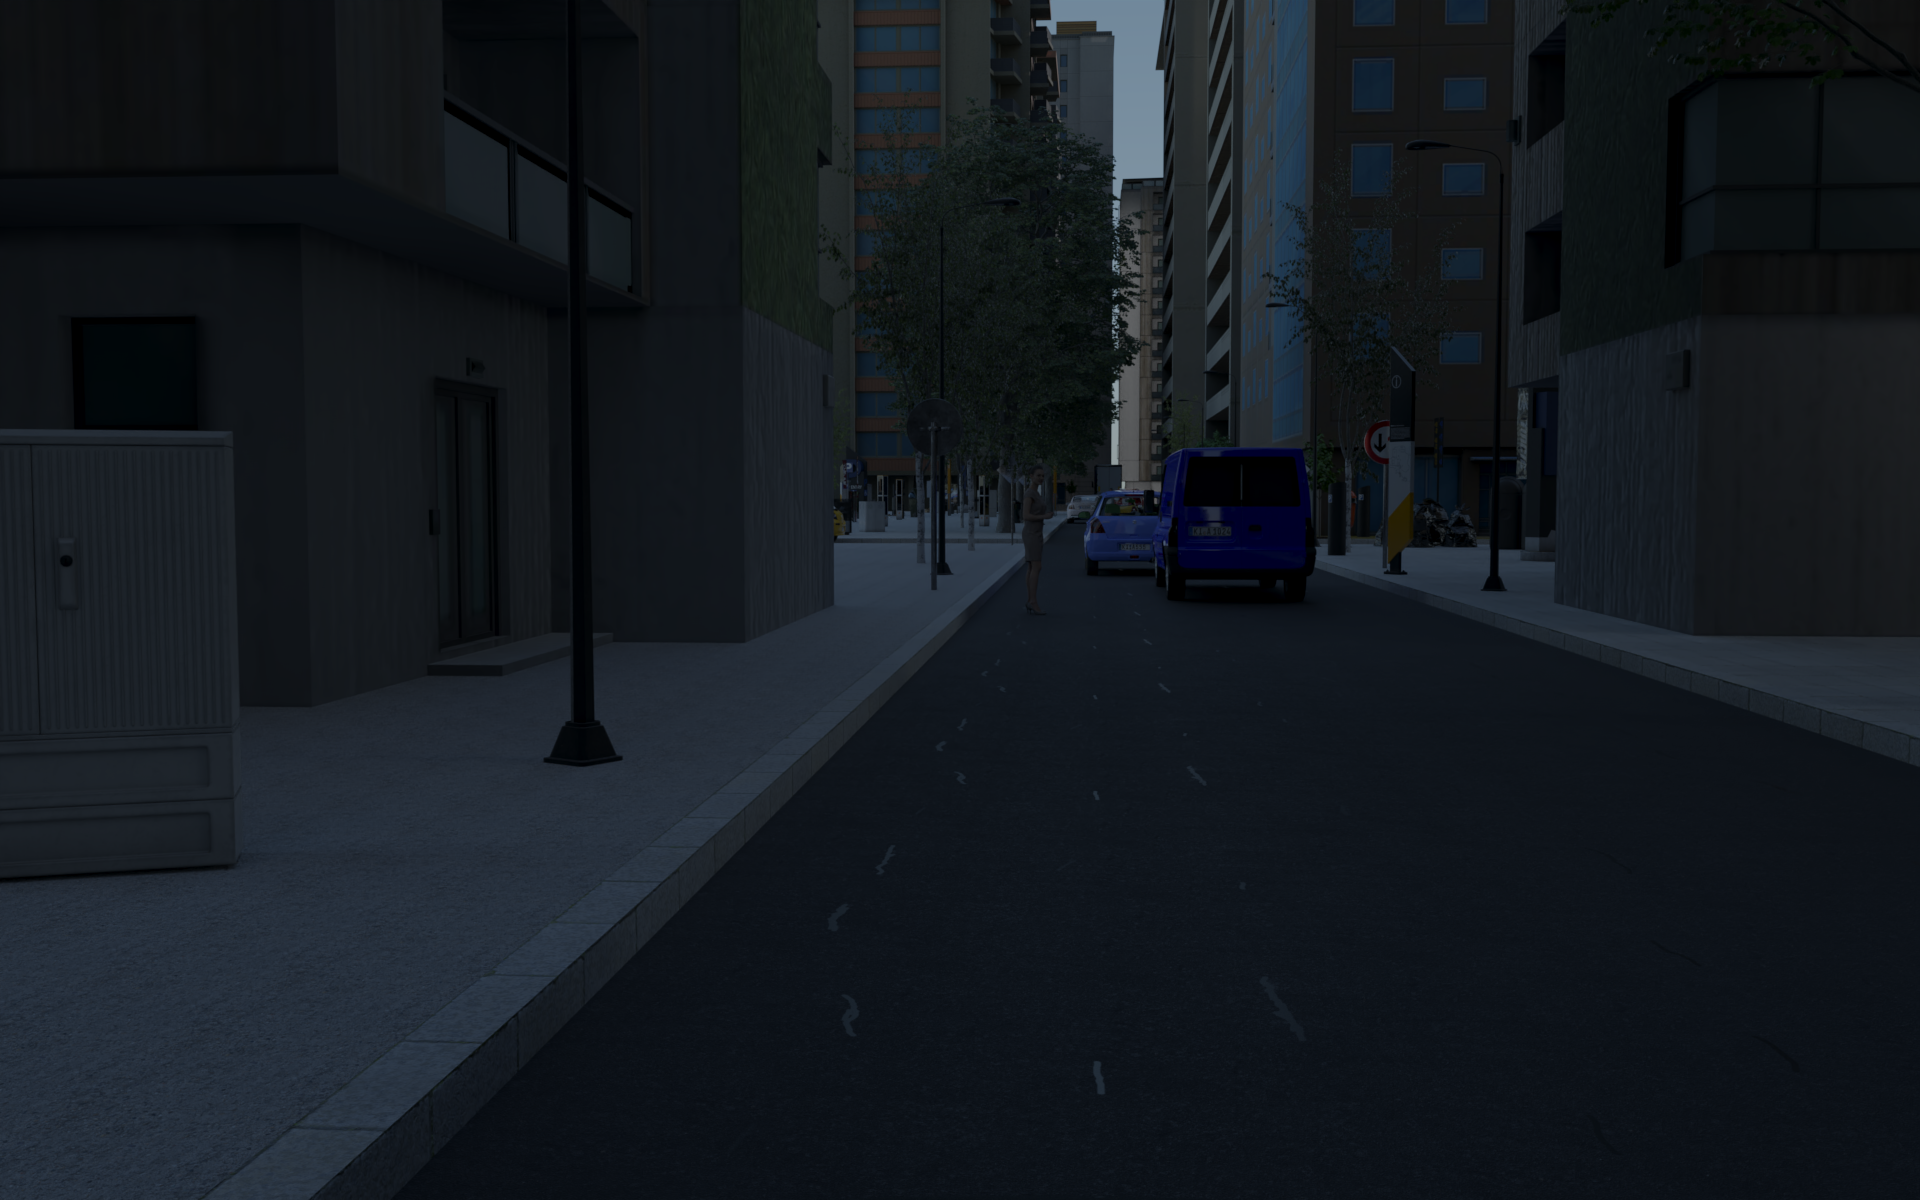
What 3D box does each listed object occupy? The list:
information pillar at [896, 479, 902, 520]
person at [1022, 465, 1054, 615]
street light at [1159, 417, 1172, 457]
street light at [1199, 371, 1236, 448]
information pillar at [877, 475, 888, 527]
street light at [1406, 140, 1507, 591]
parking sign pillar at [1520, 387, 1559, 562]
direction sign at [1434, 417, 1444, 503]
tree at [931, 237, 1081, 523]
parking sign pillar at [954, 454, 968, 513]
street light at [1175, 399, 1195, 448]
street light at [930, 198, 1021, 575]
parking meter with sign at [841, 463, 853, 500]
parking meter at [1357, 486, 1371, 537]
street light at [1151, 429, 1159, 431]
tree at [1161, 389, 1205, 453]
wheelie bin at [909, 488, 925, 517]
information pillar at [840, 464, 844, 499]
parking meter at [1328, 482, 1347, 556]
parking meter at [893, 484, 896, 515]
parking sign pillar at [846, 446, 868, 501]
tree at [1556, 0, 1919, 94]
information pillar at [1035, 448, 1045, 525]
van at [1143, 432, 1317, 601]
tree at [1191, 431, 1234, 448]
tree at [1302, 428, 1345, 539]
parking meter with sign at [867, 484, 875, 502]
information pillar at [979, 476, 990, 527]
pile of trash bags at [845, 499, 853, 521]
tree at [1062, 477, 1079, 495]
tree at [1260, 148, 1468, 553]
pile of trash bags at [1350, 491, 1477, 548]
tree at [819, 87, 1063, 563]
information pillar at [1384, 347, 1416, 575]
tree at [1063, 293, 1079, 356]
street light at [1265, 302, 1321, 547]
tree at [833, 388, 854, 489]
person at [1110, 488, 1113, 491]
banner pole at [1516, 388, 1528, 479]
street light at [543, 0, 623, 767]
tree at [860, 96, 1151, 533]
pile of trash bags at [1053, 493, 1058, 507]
[{"bbox_3d":[-3.038,-5.020,86.561,0.304,2.012,0.304,0,4,-3],"label":"information pillar"},{"bbox_3d":[0.928,-0.731,20.786,0.374,1.781,0.599,1,4,15],"label":"person"},{"bbox_3d":[12.910,-8.044,104.065,1.470,5.913,1.316,0,4,4],"label":"street light"},{"bbox_3d":[9.809,-5.668,65.207,1.470,5.913,1.316,0,4,4],"label":"street light"},{"bbox_3d":[-3.050,-3.908,68.391,0.304,2.012,0.304,3,5,39],"label":"information pillar"},{"bbox_3d":[6.547,-3.077,22.854,1.470,5.913,1.316,0,4,4],"label":"street light"},{"bbox_3d":[11.549,-2.739,33.257,1.447,3.967,1.447,-1,4,-21],"label":"parking sign pillar"},{"bbox_3d":[14.171,-3.629,51.331,0.379,3.537,0.876,0,4,0],"label":"direction sign"},{"bbox_3d":[2.470,-9.741,77.398,7.486,12.596,7.792,0,3,0],"label":"tree"},{"bbox_3d":[0.304,-7.936,118.231,1.447,3.967,1.447,2,4,26],"label":"parking sign pillar"},{"bbox_3d":[11.303,-6.861,84.724,1.470,5.913,1.316,0,4,4],"label":"street light"},{"bbox_3d":[0.250,-3.352,27.342,1.470,5.913,1.316,0,4,4],"label":"street light"},{"bbox_3d":[-6.266,-6.038,94.989,0.543,3.016,1.738,0,4,6],"label":"parking meter with sign"},{"bbox_3d":[12.054,-2.648,51.700,0.372,1.533,0.369,0,3,0],"label":"parking meter"},{"bbox_3d":[14.400,-9.292,124.459,1.470,5.913,1.316,0,4,4],"label":"street light"},{"bbox_3d":[15.798,-10.387,120.185,4.737,8.622,4.395,0,3,0],"label":"tree"},{"bbox_3d":[-2.406,-5.333,95.097,0.980,1.594,0.693,-3,5,-44],"label":"wheelie bin"},{"bbox_3d":[-8.332,-8.079,123.439,0.504,3.616,0.183,3,5,44],"label":"information pillar"},{"bbox_3d":[7.888,-1.701,36.223,0.372,1.533,0.369,0,3,0],"label":"parking meter"},{"bbox_3d":[-3.791,-5.977,103.436,0.399,1.863,0.255,-1,4,-15],"label":"parking meter"},{"bbox_3d":[-5.845,-6.639,97.021,1.447,3.967,1.447,2,4,27],"label":"parking sign pillar"},{"bbox_3d":[7.039,-5.162,10.152,9.928,11.665,9.643,0,3,0],"label":"tree"},{"bbox_3d":[3.310,-4.937,72.079,0.183,3.616,0.504,-3,4,-38],"label":"information pillar"},{"bbox_3d":[3.835,-1.262,25.016,2.240,2.365,5.245,0,4,4],"label":"van"},{"bbox_3d":[12.914,-6.348,87.503,4.285,4.588,4.351,0,3,0],"label":"tree"},{"bbox_3d":[10.487,-3.390,50.025,1.663,3.219,1.824,0,3,0],"label":"tree"},{"bbox_3d":[-6.781,-7.998,127.031,0.543,3.016,1.738,2,4,25],"label":"parking meter with sign"},{"bbox_3d":[0.965,-3.921,68.602,0.304,2.012,0.304,-3,5,-44],"label":"information pillar"},{"bbox_3d":[-6.757,-4.463,82.714,1.912,1.369,3.447,3,5,42],"label":"pile of trash bags"},{"bbox_3d":[12.585,-12.239,194.710,1.663,3.219,1.824,0,3,0],"label":"tree"},{"bbox_3d":[8.736,-5.344,37.735,4.360,8.622,3.978,0,3,0],"label":"tree"},{"bbox_3d":[10.685,-1.978,42.088,3.447,1.369,1.912,-1,4,-9],"label":"pile of trash bags"},{"bbox_3d":[-0.662,-4.975,31.710,4.360,8.622,3.978,0,3,0],"label":"tree"},{"bbox_3d":[6.990,-2.208,27.452,0.183,3.616,0.504,-2,4,-30],"label":"information pillar"},{"bbox_3d":[0.331,-5.412,38.853,4.360,8.622,3.978,0,3,0],"label":"tree"},{"bbox_3d":[8.094,-4.254,42.100,1.470,5.913,1.316,0,4,4],"label":"street light"},{"bbox_3d":[-8.772,-9.993,113.748,4.737,8.622,4.395,0,3,0],"label":"tree"},{"bbox_3d":[9.204,-5.897,105.191,0.678,1.792,0.850,1,4,18],"label":"person"},{"bbox_3d":[11.655,-2.786,35.572,0.401,3.779,0.863,-1,4,-15],"label":"banner pole"},{"bbox_3d":[-1.271,-2.174,8.094,1.470,5.913,1.316,0,4,4],"label":"street light"},{"bbox_3d":[1.620,-9.192,56.952,9.857,13.997,8.962,0,3,0],"label":"tree"},{"bbox_3d":[5.071,-6.419,114.699,3.447,1.369,1.912,-3,4,-38],"label":"pile of trash bags"}]
